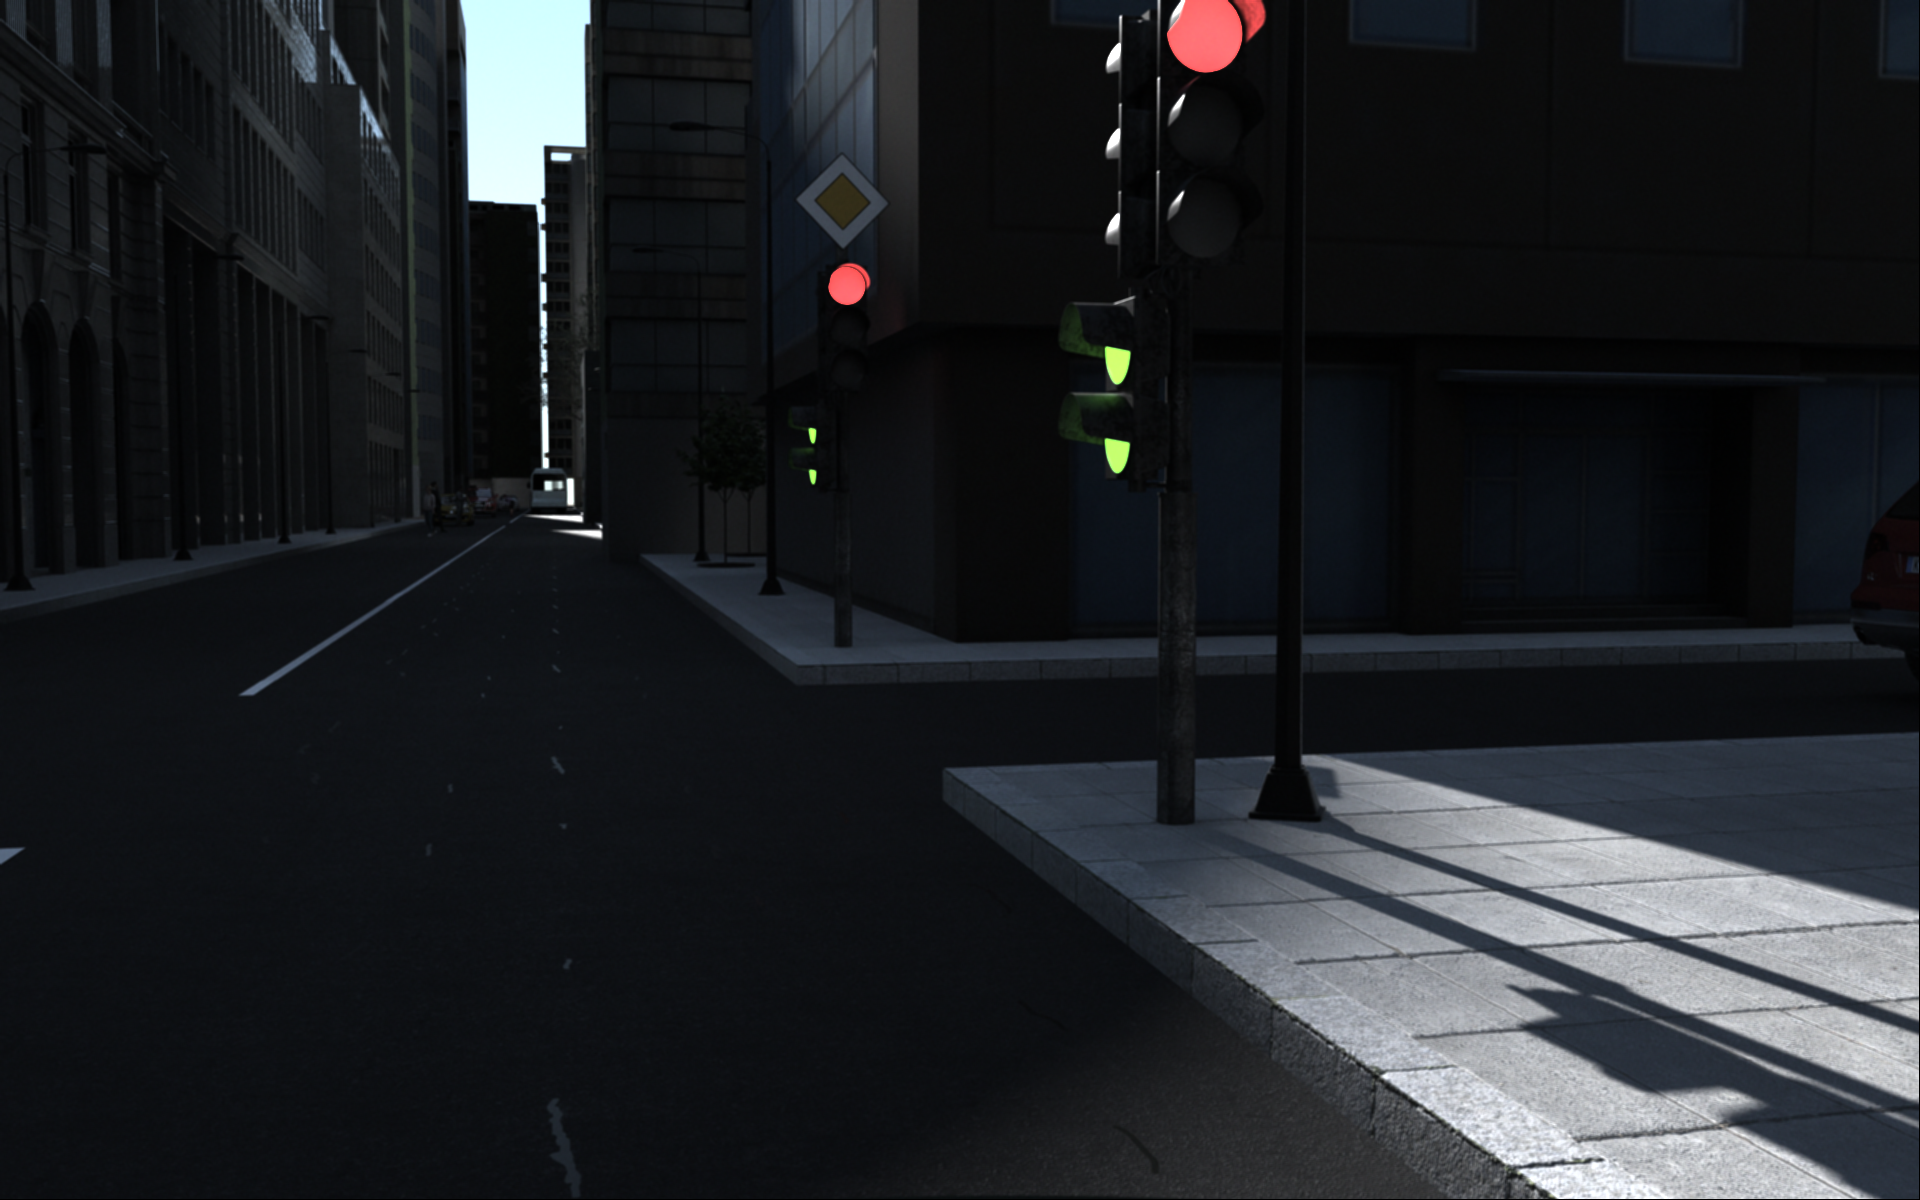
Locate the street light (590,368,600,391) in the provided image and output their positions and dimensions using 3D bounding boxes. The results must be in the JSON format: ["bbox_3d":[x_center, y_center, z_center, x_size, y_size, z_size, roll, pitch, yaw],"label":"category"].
[{"bbox_3d":[-12.820,-5.610,64.269,1.470,5.913,1.316,-1,4,-13],"label":"street light"}]

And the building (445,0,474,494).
[{"bbox_3d":[-50.091,-30.563,149.819,14.200,45.320,14.600,-1,4,-13],"label":"building"}]

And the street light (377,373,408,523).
[{"bbox_3d":[-22.033,-5.727,66.185,1.470,5.913,1.316,-1,4,-13],"label":"street light"}]

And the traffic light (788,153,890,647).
[{"bbox_3d":[-0.999,-1.560,14.435,0.839,4.253,0.868,-1,4,-13],"label":"traffic light"}]

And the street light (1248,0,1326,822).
[{"bbox_3d":[0.783,-2.085,6.639,1.470,5.913,1.316,-1,4,-13],"label":"street light"}]

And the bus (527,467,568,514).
[{"bbox_3d":[-31.086,-8.299,130.545,2.948,3.499,13.247,-1,4,-14],"label":"bus"}]

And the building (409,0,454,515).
[{"bbox_3d":[-44.444,-34.768,110.449,21.231,58.520,28.212,-1,4,-13],"label":"building"}]

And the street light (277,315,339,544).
[{"bbox_3d":[-17.033,-4.429,44.961,1.470,5.913,1.316,-1,4,-13],"label":"street light"}]

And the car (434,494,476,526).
[{"bbox_3d":[-23.057,-4.199,78.870,2.015,1.641,3.980,-1,4,-13],"label":"car"}]

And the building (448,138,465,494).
[{"bbox_3d":[-46.000,-22.109,133.183,14.160,30.474,14.107,-1,4,-13],"label":"building"}]

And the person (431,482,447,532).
[{"bbox_3d":[-19.655,-3.498,65.058,0.648,1.900,0.474,2,4,25],"label":"person"}]

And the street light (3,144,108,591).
[{"bbox_3d":[-12.004,-3.087,23.015,1.470,5.913,1.316,-1,4,-13],"label":"street light"}]

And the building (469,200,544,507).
[{"bbox_3d":[-49.002,-24.548,173.064,14.107,30.474,14.160,-1,4,-13],"label":"building"}]

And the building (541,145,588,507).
[{"bbox_3d":[-32.600,-30.237,186.249,23.993,40.220,32.217,-1,4,-13],"label":"building"}]

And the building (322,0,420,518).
[{"bbox_3d":[-36.333,-24.866,90.160,14.154,41.232,14.086,-1,4,-13],"label":"building"}]

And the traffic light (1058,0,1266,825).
[{"bbox_3d":[0.825,-1.085,6.660,0.839,4.253,0.868,-1,4,-13],"label":"traffic light"}]

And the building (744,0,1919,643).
[{"bbox_3d":[4.998,-22.709,21.405,14.200,45.320,14.600,-1,4,-13],"label":"building"}]

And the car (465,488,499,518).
[{"bbox_3d":[-29.388,-5.948,105.929,2.281,1.827,5.304,-1,4,-14],"label":"car"}]

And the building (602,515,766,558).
[{"bbox_3d":[-2.176,-22.026,43.724,14.154,41.232,14.086,-1,4,-13],"label":"building"}]

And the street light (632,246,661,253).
[{"bbox_3d":[-5.446,-3.680,32.712,1.470,5.913,1.316,-1,4,-13],"label":"street light"}]

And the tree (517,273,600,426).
[{"bbox_3d":[-18.740,-11.210,93.652,12.009,13.543,11.850,0,3,0],"label":"tree"}]

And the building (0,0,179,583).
[{"bbox_3d":[-19.192,-11.034,22.202,13.314,21.916,24.055,-1,4,-13],"label":"building"}]

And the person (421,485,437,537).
[{"bbox_3d":[-17.892,-3.014,58.452,0.731,1.740,0.598,2,4,24],"label":"person"}]

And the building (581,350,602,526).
[{"bbox_3d":[-4.809,-46.506,73.037,22.319,86.520,31.000,-1,4,-13],"label":"building"}]

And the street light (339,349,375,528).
[{"bbox_3d":[-19.633,-5.071,55.446,1.470,5.913,1.316,-1,4,-13],"label":"street light"}]

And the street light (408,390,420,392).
[{"bbox_3d":[-24.669,-6.389,76.996,1.470,5.913,1.316,-1,4,-13],"label":"street light"}]

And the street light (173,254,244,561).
[{"bbox_3d":[-14.531,-3.729,33.518,1.470,5.913,1.316,-1,4,-13],"label":"street light"}]

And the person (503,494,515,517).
[{"bbox_3d":[-27.696,-5.788,106.371,0.697,1.427,0.421,-1,4,-12],"label":"person"}]

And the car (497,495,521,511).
[{"bbox_3d":[-38.715,-8.326,148.486,2.083,1.381,4.827,-1,4,-13],"label":"car"}]

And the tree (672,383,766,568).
[{"bbox_3d":[-4.263,-2.196,30.501,1.663,3.219,1.824,0,3,0],"label":"tree"}]

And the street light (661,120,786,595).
[{"bbox_3d":[-2.931,-3.013,21.808,1.470,5.913,1.316,-1,4,-13],"label":"street light"}]

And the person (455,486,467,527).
[{"bbox_3d":[-22.066,-4.155,76.621,0.466,1.800,0.511,0,4,-1],"label":"person"}]

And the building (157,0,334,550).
[{"bbox_3d":[-25.346,-16.569,48.401,11.434,29.767,29.804,-1,4,-13],"label":"building"}]

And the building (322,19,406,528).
[{"bbox_3d":[-29.259,-13.269,71.693,10.420,20.320,16.860,-1,4,-13],"label":"building"}]

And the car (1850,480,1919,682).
[{"bbox_3d":[8.817,-0.196,11.871,5.304,1.827,2.281,-1,4,-14],"label":"car"}]
